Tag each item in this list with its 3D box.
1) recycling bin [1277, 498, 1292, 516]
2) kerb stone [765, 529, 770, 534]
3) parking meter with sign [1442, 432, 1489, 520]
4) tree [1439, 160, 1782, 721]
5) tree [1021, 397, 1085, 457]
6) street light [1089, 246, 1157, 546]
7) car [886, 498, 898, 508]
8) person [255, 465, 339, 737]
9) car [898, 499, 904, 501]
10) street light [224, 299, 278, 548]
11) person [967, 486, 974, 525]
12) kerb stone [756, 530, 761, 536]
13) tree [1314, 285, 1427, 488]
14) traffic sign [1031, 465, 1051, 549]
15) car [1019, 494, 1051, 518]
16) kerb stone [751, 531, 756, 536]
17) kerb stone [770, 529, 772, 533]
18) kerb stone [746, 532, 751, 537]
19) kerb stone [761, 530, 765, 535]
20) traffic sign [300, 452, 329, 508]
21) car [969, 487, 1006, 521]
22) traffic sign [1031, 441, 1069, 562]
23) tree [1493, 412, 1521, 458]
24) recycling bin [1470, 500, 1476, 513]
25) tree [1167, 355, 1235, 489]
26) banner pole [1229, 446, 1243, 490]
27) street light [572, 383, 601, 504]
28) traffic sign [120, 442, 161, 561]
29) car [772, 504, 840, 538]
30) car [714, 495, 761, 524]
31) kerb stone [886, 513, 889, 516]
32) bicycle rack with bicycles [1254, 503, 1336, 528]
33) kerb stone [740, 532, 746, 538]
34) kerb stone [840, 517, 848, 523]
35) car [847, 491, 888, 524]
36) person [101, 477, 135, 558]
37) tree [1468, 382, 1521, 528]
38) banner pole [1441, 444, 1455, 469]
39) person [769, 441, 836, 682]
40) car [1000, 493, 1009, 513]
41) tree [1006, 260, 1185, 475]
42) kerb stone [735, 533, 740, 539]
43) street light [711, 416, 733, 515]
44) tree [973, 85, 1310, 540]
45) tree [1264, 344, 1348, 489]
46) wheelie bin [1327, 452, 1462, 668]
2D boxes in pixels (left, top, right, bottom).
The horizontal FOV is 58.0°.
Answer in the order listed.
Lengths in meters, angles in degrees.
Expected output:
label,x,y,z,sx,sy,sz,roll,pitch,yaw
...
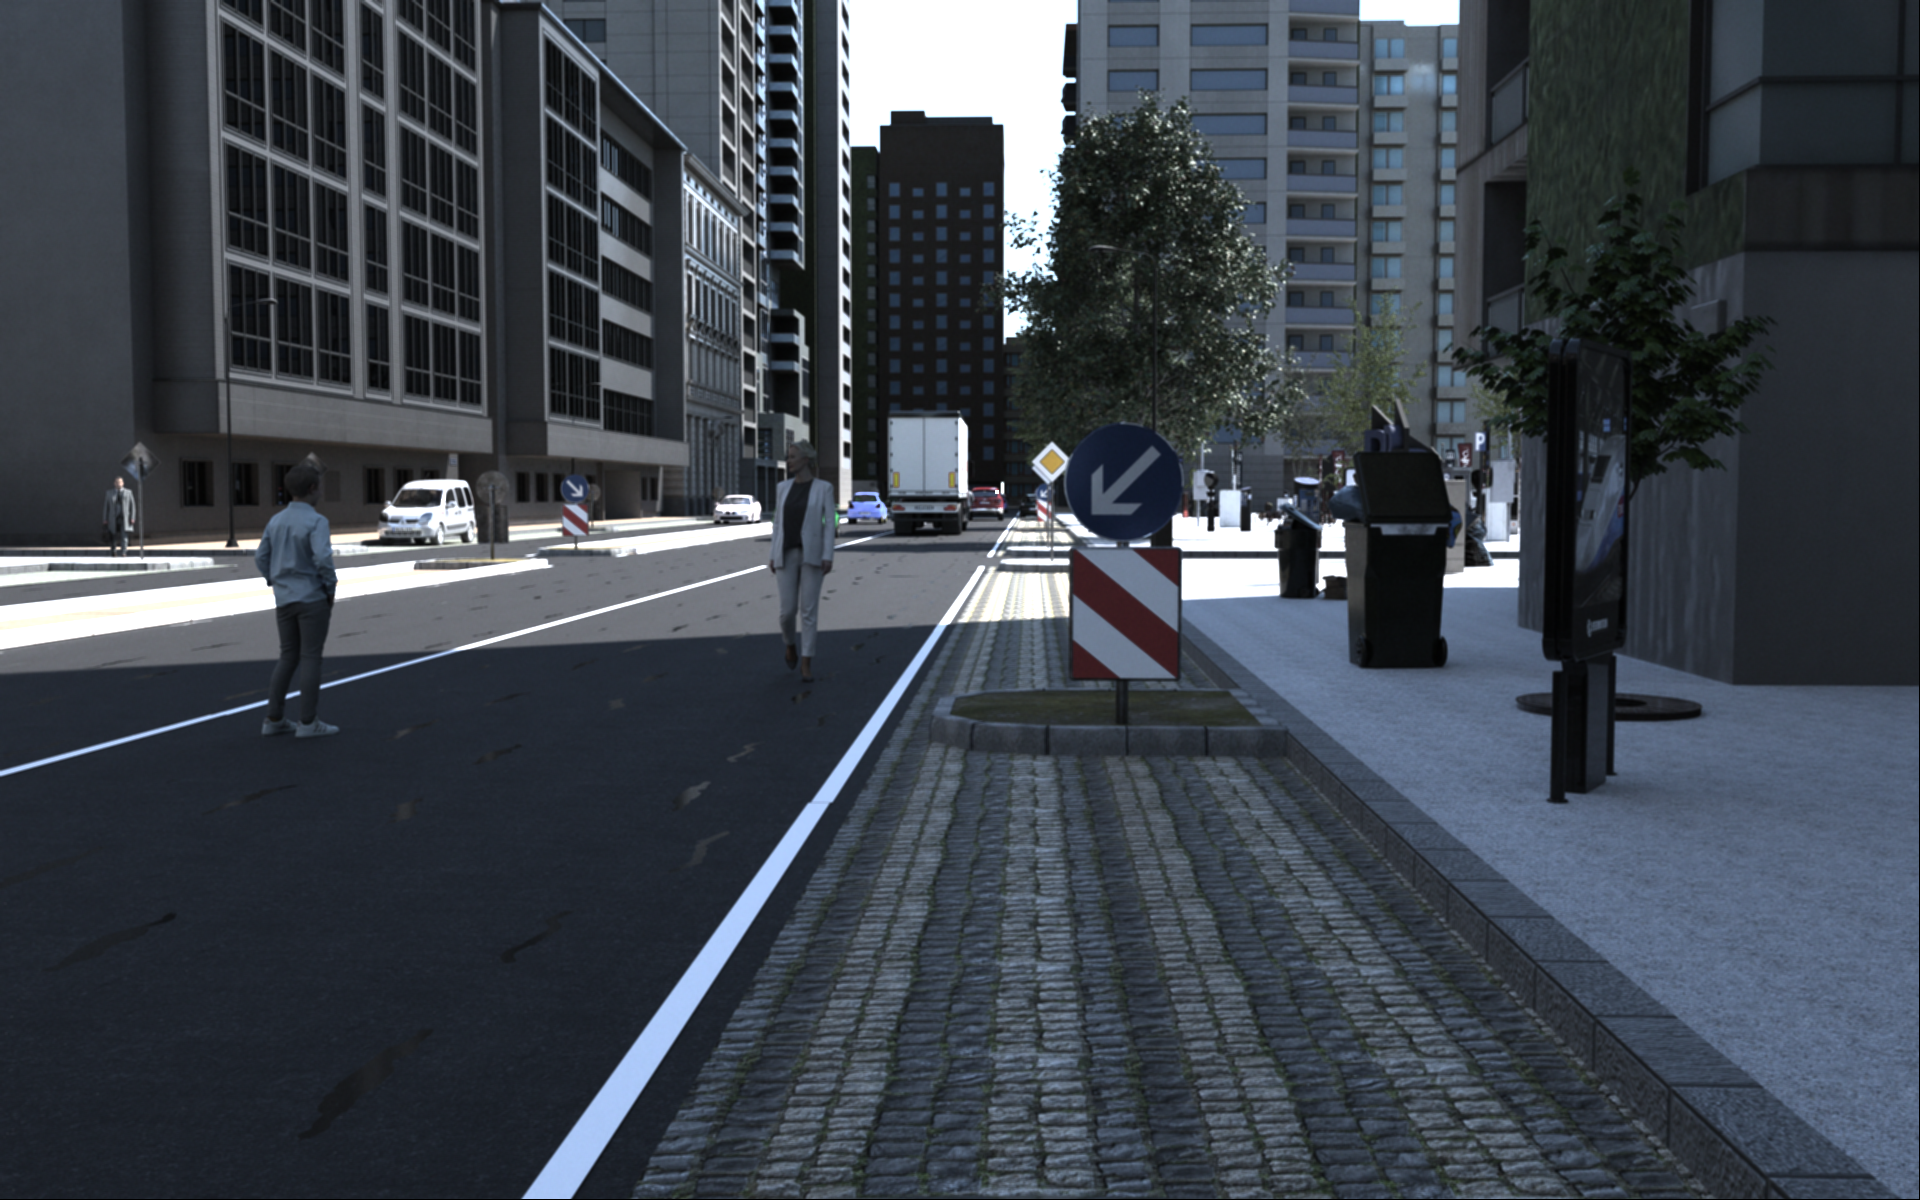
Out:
label,x,y,z,sx,sy,sz,roll,pitch,yaw
recycling bin,19.261,-5.514,102.706,0.722,1.027,0.722,2,4,28
kerb stone,-6.999,-2.414,61.659,0.120,0.150,1.000,0,4,2
parking meter with sign,13.798,-3.177,48.206,1.738,3.016,0.543,-1,4,-19
tree,3.935,-0.947,10.086,1.663,3.219,1.824,0,3,0
tree,7.388,-10.819,111.295,7.601,10.594,8.767,0,4,0
street light,3.109,-3.670,32.539,1.470,5.913,1.316,0,4,2
car,-6.915,-10.772,185.902,2.009,1.686,4.222,0,4,4
person,-3.888,0.003,10.259,0.589,1.601,0.330,2,4,33
car,-3.262,-6.755,119.477,2.155,1.783,4.494,0,4,1
street light,-16.939,-4.211,41.389,1.470,5.913,1.316,0,4,2
person,0.332,-4.330,79.142,0.661,1.843,0.795,-1,4,-17
kerb stone,-7.085,-2.288,59.606,0.120,0.150,1.000,0,4,2
tree,14.687,-6.828,61.995,4.737,8.622,4.395,0,3,0
traffic sign,2.064,-2.262,40.624,0.795,2.450,0.064,0,4,2
car,4.453,-5.687,102.765,2.009,1.686,4.222,0,4,4
kerb stone,-7.128,-2.225,58.575,0.120,0.150,1.000,0,4,2
kerb stone,-6.959,-2.469,62.693,0.120,0.150,1.000,0,4,2
kerb stone,-7.171,-2.162,57.543,0.120,0.150,1.000,0,4,2
kerb stone,-7.040,-2.351,60.630,0.120,0.150,1.000,0,4,2
traffic sign,-15.465,-2.307,41.368,0.795,2.450,0.064,0,4,2
car,1.380,-5.287,95.122,2.281,1.827,5.304,0,4,1
traffic sign,1.733,-1.774,32.646,0.795,2.450,0.064,0,4,2
tree,32.980,-9.205,100.858,4.360,8.622,3.978,0,3,0
recycling bin,21.776,-3.739,73.684,0.722,1.027,0.722,0,4,7
tree,11.602,-8.285,85.819,4.737,8.622,4.395,0,3,0
banner pole,14.163,-6.076,89.353,0.863,3.779,0.401,0,4,6
street light,-15.709,-6.122,72.643,1.470,5.913,1.316,0,4,2
traffic sign,-15.795,-1.819,33.389,0.795,2.450,0.064,0,4,2
car,-4.869,-2.831,55.075,1.959,1.807,4.718,0,4,2
car,-10.750,-4.376,83.909,2.083,1.381,4.827,0,4,1
kerb stone,-4.791,-5.668,114.917,0.120,0.150,1.000,0,4,2
bicycle rack with bicycles,13.138,-3.256,66.624,2.925,0.926,2.852,3,4,37
kerb stone,-7.216,-2.099,56.521,0.120,0.150,1.000,0,4,2
kerb stone,-5.895,-4.042,88.288,0.120,0.150,1.000,0,4,2
car,-4.475,-4.537,83.779,1.945,1.707,3.694,0,4,1
person,-18.610,-1.815,38.275,0.694,1.812,0.767,-2,4,-24
tree,21.382,-7.075,66.040,4.737,8.622,4.395,0,3,0
banner pole,24.077,-5.852,85.701,0.863,3.779,0.401,2,4,34
person,-1.231,-0.314,13.517,0.514,1.842,0.818,0,4,-5
car,2.801,-7.581,133.535,1.945,1.707,3.694,0,4,4
tree,5.973,-9.489,73.273,7.486,12.596,7.792,0,3,0
kerb stone,-7.259,-2.036,55.490,0.120,0.150,1.000,0,4,2
street light,-14.279,-8.023,103.719,1.470,5.913,1.316,0,4,2
tree,5.091,-8.083,49.172,9.611,12.733,9.660,0,3,0
tree,16.466,-8.184,84.173,4.360,8.622,3.978,0,3,0
wheelie bin,3.221,-0.309,12.961,0.980,1.594,0.693,0,4,-4
